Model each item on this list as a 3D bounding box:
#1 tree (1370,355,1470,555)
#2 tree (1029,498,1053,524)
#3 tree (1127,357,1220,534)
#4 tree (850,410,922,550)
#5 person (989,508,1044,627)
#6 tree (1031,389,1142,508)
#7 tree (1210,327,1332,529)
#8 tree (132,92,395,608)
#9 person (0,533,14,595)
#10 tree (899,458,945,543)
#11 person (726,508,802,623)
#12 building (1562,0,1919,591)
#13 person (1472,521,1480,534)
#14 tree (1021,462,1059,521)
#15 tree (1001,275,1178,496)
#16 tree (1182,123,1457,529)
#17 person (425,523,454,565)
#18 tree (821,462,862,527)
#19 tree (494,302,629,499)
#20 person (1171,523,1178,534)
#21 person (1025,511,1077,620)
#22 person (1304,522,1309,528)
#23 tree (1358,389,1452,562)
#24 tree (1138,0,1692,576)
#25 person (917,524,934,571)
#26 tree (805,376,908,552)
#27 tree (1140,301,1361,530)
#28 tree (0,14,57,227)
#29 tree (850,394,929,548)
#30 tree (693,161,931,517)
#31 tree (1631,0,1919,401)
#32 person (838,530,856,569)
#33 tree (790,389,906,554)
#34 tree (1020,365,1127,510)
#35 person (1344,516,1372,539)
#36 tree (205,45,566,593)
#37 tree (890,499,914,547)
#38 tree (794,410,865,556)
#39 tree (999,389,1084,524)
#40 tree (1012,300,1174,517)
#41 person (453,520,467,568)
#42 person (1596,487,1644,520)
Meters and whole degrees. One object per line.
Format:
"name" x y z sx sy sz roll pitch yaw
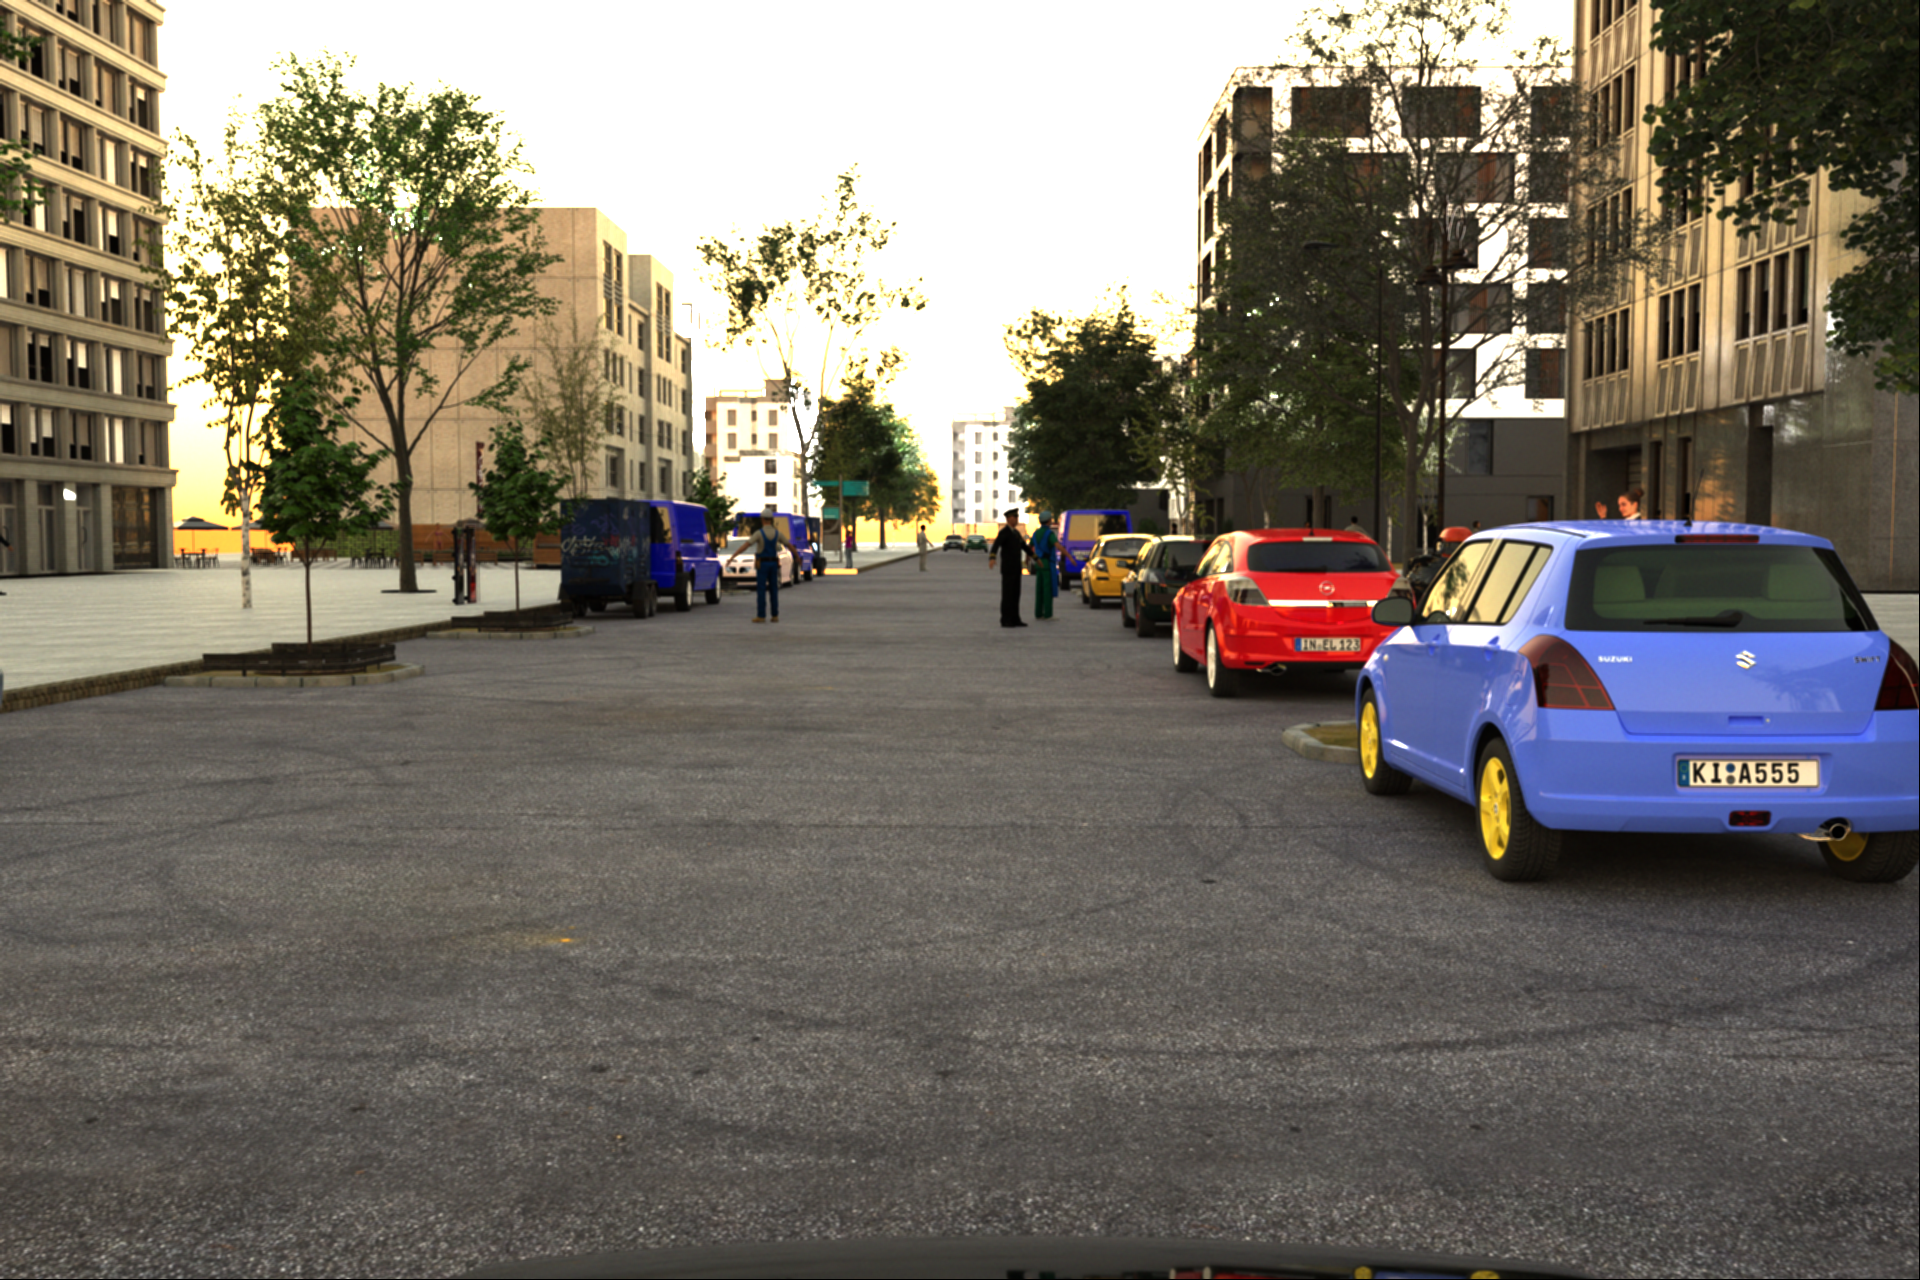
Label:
"tree" 18.707 -7.237 68.687 4.360 8.622 3.978 0 3 0
"tree" 8.934 -12.970 162.429 4.360 8.622 3.978 0 3 0
"tree" 9.019 -7.374 70.928 4.737 8.622 4.395 0 3 0
"tree" -6.574 -13.300 143.203 9.928 11.665 9.643 0 3 0
"person" 0.819 -1.123 26.753 0.705 1.837 1.347 3 4 37
"tree" 7.763 -10.528 106.539 7.601 10.594 8.767 1 4 14
"tree" 10.071 -6.589 58.094 4.360 8.622 3.978 0 3 0
"tree" -12.256 -4.874 30.055 4.737 8.622 4.395 0 3 0
"person" -20.217 -1.846 36.226 0.704 1.823 1.345 0 4 -5
"tree" -5.885 -20.568 254.419 7.486 12.596 7.792 0 3 0
"person" -3.146 -1.213 28.151 1.347 1.847 0.705 -2 4 -31
"building" 25.605 -14.002 46.195 12.078 24.872 19.932 0 4 1
"person" 17.990 -3.260 60.053 0.721 1.744 1.215 2 4 33
"tree" 8.865 -14.004 154.719 9.928 11.665 9.643 0 3 0
"tree" 9.644 -16.560 126.644 12.611 20.169 13.585 0 3 0
"tree" 10.110 -7.998 48.891 7.486 12.596 7.792 0 3 0
"person" -21.568 -3.970 71.712 1.217 1.733 0.721 -3 5 -39
"tree" -18.235 -21.303 254.965 9.857 13.997 8.962 0 3 0
"tree" -11.867 -6.376 54.615 4.360 8.622 3.978 0 3 0
"person" 10.729 -4.953 87.119 0.704 1.843 1.345 1 4 23
"person" 1.449 -1.239 28.842 0.704 1.817 1.347 -2 4 -34
"person" 14.868 -4.158 74.210 0.704 1.802 1.346 3 5 41
"tree" 18.505 -7.532 73.511 4.737 8.622 4.395 0 3 0
"tree" 9.268 -7.631 35.140 12.009 13.543 11.850 0 3 0
"person" -1.398 -3.563 66.898 0.705 1.806 1.347 -2 4 -26
"tree" -7.545 -12.581 123.822 7.486 12.596 7.792 0 3 0
"tree" 10.914 -7.946 64.327 8.767 10.594 7.601 0 4 6
"tree" -12.218 -5.517 15.951 9.928 11.665 9.643 0 3 0
"tree" -6.939 -15.290 156.650 9.857 13.997 8.962 0 3 0
"tree" -7.690 -14.282 89.392 12.611 20.169 13.585 0 3 0
"tree" 9.450 -6.520 13.255 9.857 13.997 8.962 0 3 0
"person" -4.154 -3.350 64.035 0.599 1.433 0.991 3 4 37
"tree" -7.002 -10.755 110.253 8.767 10.594 7.601 2 4 31
"tree" 7.939 -12.098 115.924 7.486 12.596 7.792 0 3 0
"person" 11.816 -2.802 51.972 1.344 1.810 0.704 0 4 4
"tree" -12.252 -6.850 37.752 9.928 11.665 9.643 0 3 0
"tree" -6.211 -13.322 168.175 4.737 8.622 4.395 0 3 0
"tree" -7.447 -9.261 101.782 4.737 8.622 4.395 0 3 0
"tree" 8.117 -14.537 144.335 9.857 13.997 8.962 0 3 0
"tree" 7.406 -11.586 96.084 9.857 13.997 8.962 0 3 0
"person" -18.896 -3.635 65.553 0.705 1.813 1.348 -3 5 -39
"person" 6.268 -0.598 16.616 0.445 1.727 0.742 -2 4 -25
